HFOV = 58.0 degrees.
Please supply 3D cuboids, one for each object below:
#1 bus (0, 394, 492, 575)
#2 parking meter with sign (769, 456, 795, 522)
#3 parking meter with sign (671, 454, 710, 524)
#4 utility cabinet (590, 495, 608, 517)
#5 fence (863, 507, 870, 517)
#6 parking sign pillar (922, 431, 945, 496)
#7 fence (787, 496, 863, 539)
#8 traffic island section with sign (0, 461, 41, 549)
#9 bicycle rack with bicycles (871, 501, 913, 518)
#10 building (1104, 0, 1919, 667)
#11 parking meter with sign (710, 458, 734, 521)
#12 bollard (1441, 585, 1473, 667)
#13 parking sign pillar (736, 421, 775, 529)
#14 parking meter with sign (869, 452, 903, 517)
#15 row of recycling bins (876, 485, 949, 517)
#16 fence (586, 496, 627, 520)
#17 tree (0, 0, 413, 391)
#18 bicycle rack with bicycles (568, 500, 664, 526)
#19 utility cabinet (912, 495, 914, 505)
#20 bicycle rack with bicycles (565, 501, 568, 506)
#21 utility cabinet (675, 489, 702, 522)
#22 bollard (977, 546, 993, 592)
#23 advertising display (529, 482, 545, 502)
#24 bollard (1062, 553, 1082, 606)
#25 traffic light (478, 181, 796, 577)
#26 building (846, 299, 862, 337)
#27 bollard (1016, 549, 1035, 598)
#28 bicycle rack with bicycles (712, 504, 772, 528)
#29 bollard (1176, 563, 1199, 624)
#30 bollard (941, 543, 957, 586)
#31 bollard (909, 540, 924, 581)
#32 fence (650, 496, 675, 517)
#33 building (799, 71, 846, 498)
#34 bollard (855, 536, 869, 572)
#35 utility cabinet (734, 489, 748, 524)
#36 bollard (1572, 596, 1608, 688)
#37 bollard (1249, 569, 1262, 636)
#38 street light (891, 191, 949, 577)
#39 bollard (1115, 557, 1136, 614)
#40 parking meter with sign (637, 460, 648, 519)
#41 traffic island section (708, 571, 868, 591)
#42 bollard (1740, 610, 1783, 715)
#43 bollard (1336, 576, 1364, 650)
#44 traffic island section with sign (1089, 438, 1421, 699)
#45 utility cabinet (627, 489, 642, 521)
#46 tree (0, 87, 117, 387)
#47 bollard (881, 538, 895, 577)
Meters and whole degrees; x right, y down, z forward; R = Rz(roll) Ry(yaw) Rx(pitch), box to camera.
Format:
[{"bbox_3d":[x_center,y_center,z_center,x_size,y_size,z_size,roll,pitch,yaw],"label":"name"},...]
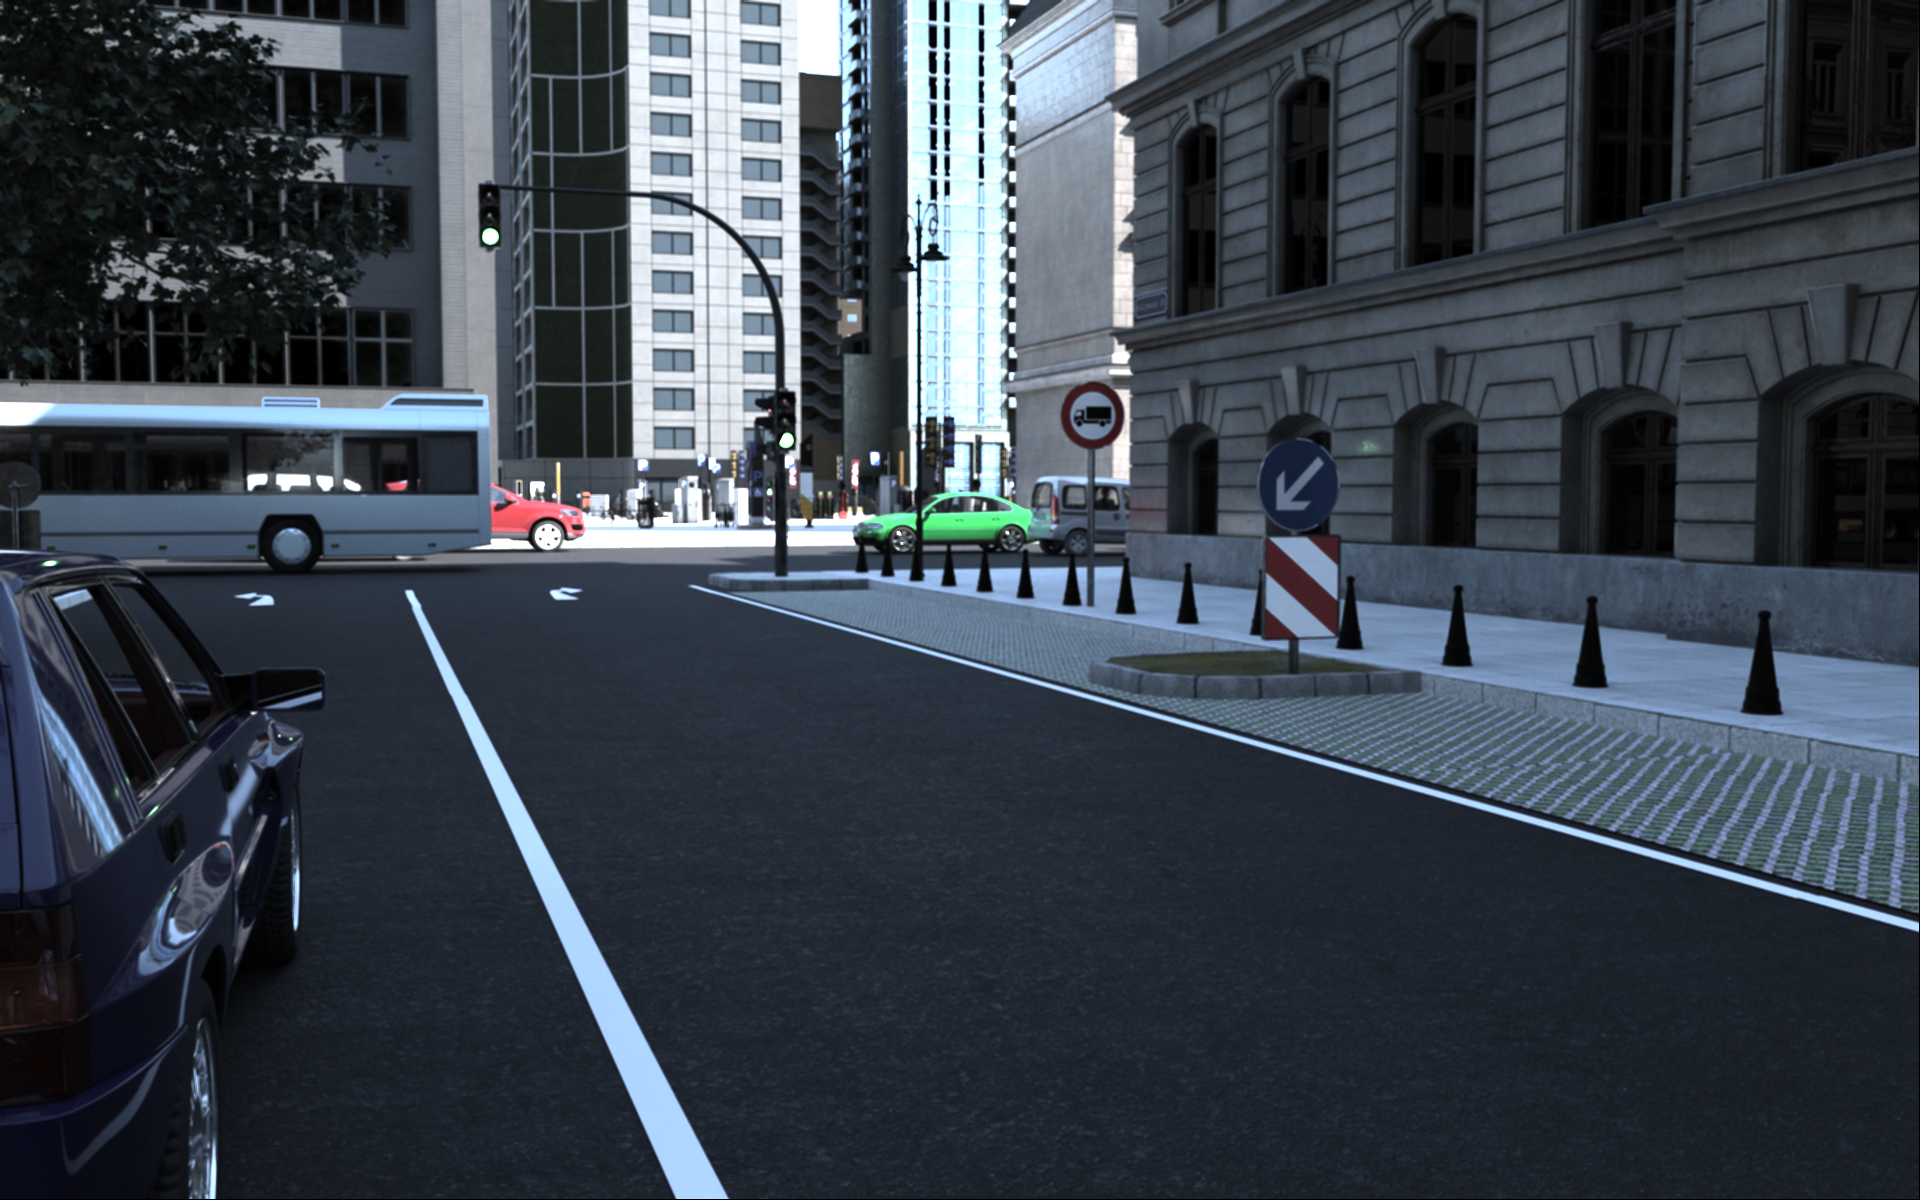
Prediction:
[{"bbox_3d":[-15.275,-2.195,30.744,13.247,3.499,2.948,-1,4,-20],"label":"bus"},{"bbox_3d":[-8.366,-5.169,80.773,0.543,3.016,1.738,-2,4,-34],"label":"parking meter with sign"},{"bbox_3d":[-11.643,-4.777,74.369,0.543,3.016,1.738,3,4,36],"label":"parking meter with sign"},{"bbox_3d":[-20.568,-5.356,98.728,1.020,1.237,0.306,1,4,16],"label":"utility cabinet"},{"bbox_3d":[-5.622,-5.126,95.018,0.480,1.192,2.264,2,4,26],"label":"fence"},{"bbox_3d":[-1.179,-5.252,74.342,1.447,3.967,1.447,-2,4,-35],"label":"parking sign pillar"},{"bbox_3d":[-3.999,-2.367,49.903,2.264,1.192,0.480,1,4,20],"label":"fence"},{"bbox_3d":[-13.077,-0.956,23.769,2.006,1.907,1.989,-1,4,-19],"label":"traffic island section with sign"},{"bbox_3d":[-2.790,-4.517,87.231,2.925,0.926,2.852,1,4,13],"label":"bicycle rack with bicycles"},{"bbox_3d":[12.978,-11.800,12.010,14.460,24.649,34.723,-1,4,-19],"label":"building"},{"bbox_3d":[-11.288,-5.336,83.501,1.738,3.016,0.543,2,4,26],"label":"parking meter with sign"},{"bbox_3d":[3.727,0.188,12.970,0.229,0.601,0.229,0,3,0],"label":"bollard"},{"bbox_3d":[-7.488,-4.582,63.390,1.447,3.967,1.447,-1,4,-15],"label":"parking sign pillar"},{"bbox_3d":[-2.973,-4.611,71.650,1.738,3.016,0.543,3,5,43],"label":"parking meter with sign"},{"bbox_3d":[-2.178,-4.489,80.506,3.534,1.692,1.069,-1,4,-22],"label":"row of recycling bins"},{"bbox_3d":[-17.343,-4.554,85.658,2.264,1.192,0.480,-1,4,-9],"label":"fence"},{"bbox_3d":[-9.739,-5.834,14.854,9.611,12.733,9.660,0,3,0],"label":"tree"},{"bbox_3d":[-14.146,-3.577,71.862,2.852,0.926,2.925,-3,5,-43],"label":"bicycle rack with bicycles"},{"bbox_3d":[-3.223,-6.057,110.185,0.306,1.237,1.020,-3,5,-41],"label":"utility cabinet"},{"bbox_3d":[-21.002,-4.950,94.311,2.852,0.926,2.925,-1,4,-15],"label":"bicycle rack with bicycles"},{"bbox_3d":[-12.374,-4.294,78.886,1.173,1.500,0.318,-1,4,-15],"label":"utility cabinet"},{"bbox_3d":[0.327,-0.414,22.807,0.229,0.601,0.229,0,3,0],"label":"bollard"},{"bbox_3d":[-21.946,-5.177,89.865,0.123,1.923,0.974,2,4,34],"label":"advertising display"},{"bbox_3d":[1.296,-0.242,20.002,0.229,0.601,0.229,0,3,0],"label":"bollard"},{"bbox_3d":[-4.770,-3.147,26.114,4.771,5.953,1.251,-1,4,-19],"label":"traffic light"},{"bbox_3d":[-13.136,-35.052,223.205,14.200,45.320,14.600,-1,4,-19],"label":"building"},{"bbox_3d":[0.809,-0.328,21.402,0.229,0.601,0.229,0,3,0],"label":"bollard"},{"bbox_3d":[-8.455,-3.239,66.342,2.852,0.926,2.925,1,4,9],"label":"bicycle rack with bicycles"},{"bbox_3d":[2.263,-0.071,17.195,0.229,0.601,0.229,0,3,0],"label":"bollard"},{"bbox_3d":[-0.155,-0.500,24.208,0.229,0.601,0.229,0,3,0],"label":"bollard"},{"bbox_3d":[-0.642,-0.585,25.613,0.229,0.601,0.229,0,3,0],"label":"bollard"},{"bbox_3d":[-15.440,-4.955,92.215,2.264,1.192,0.480,0,4,-7],"label":"fence"},{"bbox_3d":[-20.938,-32.411,180.038,14.200,45.320,14.600,-1,4,-19],"label":"building"},{"bbox_3d":[-1.609,-0.757,28.417,0.229,0.601,0.229,0,3,0],"label":"bollard"},{"bbox_3d":[-8.959,-3.912,72.644,0.318,1.500,1.173,3,4,36],"label":"utility cabinet"},{"bbox_3d":[4.211,0.274,11.555,0.229,0.601,0.229,0,3,0],"label":"bollard"},{"bbox_3d":[2.754,0.016,15.774,0.229,0.601,0.229,0,3,0],"label":"bollard"},{"bbox_3d":[-0.631,-3.303,26.790,0.468,5.910,1.993,-1,4,-19],"label":"street light"},{"bbox_3d":[1.783,-0.156,18.597,0.229,0.601,0.229,0,3,0],"label":"bollard"},{"bbox_3d":[-16.250,-5.655,88.717,0.543,3.016,1.738,-1,4,-12],"label":"parking meter with sign"},{"bbox_3d":[-2.780,-0.292,27.058,2.009,0.180,2.903,-1,4,-19],"label":"traffic island section"},{"bbox_3d":[4.702,0.361,10.140,0.229,0.601,0.229,0,3,0],"label":"bollard"},{"bbox_3d":[3.238,0.102,14.374,0.229,0.601,0.229,0,3,0],"label":"bollard"},{"bbox_3d":[2.059,-0.267,12.999,1.989,1.847,2.006,-1,4,-19],"label":"traffic island section with sign"},{"bbox_3d":[-15.637,-4.556,83.176,0.318,1.500,1.173,-2,4,-32],"label":"utility cabinet"},{"bbox_3d":[-12.445,-4.202,21.528,4.360,8.622,3.978,0,3,0],"label":"tree"},{"bbox_3d":[-1.127,-0.671,27.015,0.229,0.601,0.229,0,3,0],"label":"bollard"}]
